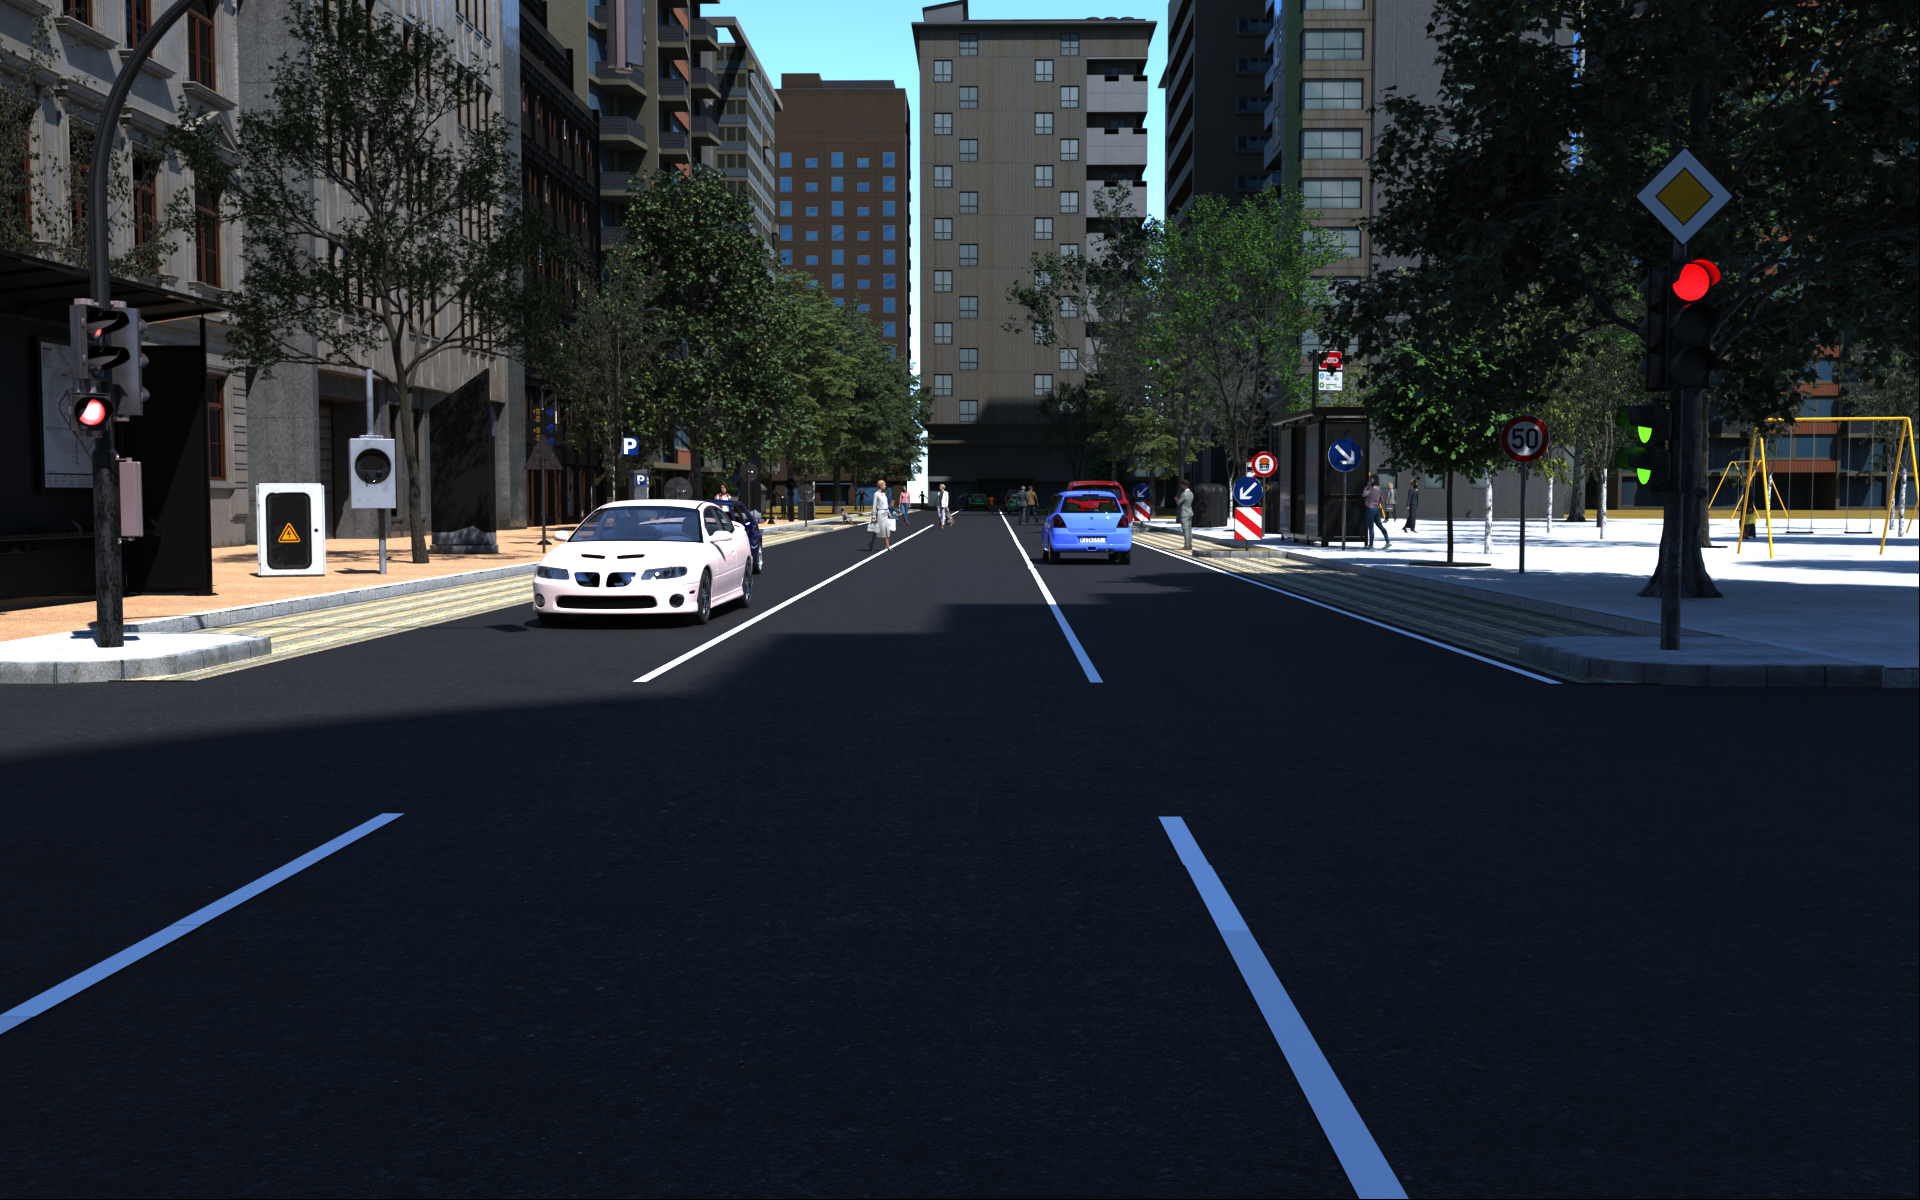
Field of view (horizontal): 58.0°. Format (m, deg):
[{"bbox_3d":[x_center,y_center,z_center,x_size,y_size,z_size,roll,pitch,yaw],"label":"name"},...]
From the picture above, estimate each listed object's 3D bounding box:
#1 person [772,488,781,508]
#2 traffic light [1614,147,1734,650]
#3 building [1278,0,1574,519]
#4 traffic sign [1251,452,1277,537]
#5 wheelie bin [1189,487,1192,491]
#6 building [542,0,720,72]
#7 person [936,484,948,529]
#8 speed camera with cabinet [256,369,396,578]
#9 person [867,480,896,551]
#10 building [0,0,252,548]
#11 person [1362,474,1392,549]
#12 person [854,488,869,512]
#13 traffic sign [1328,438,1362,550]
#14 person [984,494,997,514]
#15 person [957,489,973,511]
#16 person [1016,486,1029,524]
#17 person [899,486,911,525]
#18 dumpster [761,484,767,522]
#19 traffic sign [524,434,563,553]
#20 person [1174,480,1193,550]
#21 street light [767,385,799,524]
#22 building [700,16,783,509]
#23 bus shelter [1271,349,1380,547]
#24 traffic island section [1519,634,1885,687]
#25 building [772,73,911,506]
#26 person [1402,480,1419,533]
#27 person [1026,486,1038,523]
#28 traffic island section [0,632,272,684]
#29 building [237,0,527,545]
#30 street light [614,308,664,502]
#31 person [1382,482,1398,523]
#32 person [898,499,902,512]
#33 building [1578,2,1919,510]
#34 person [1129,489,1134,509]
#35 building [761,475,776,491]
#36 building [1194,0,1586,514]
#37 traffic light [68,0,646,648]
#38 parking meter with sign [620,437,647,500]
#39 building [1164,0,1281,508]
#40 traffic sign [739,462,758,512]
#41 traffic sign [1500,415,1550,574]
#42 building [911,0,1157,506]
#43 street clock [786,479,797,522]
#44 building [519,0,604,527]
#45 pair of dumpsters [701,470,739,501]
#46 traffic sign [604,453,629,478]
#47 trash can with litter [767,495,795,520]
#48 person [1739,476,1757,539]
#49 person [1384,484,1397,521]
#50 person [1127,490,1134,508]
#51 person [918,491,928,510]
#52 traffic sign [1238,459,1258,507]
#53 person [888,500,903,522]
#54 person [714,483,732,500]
[{"bbox_3d":[-17.272,-9.500,160.995,1.348,1.869,0.705,-2,4,-29],"label":"person"},{"bbox_3d":[5.849,-1.546,14.200,0.839,4.253,0.868,0,4,1],"label":"traffic light"},{"bbox_3d":[24.803,-25.226,96.034,14.154,41.232,14.086,0,4,1],"label":"building"},{"bbox_3d":[9.113,-3.171,51.955,0.768,2.556,0.104,0,4,3],"label":"traffic sign"},{"bbox_3d":[10.505,-4.236,77.164,0.980,1.594,0.693,-3,5,-41],"label":"wheelie bin"},{"bbox_3d":[-26.604,-27.533,104.788,22.147,44.769,28.867,0,4,1],"label":"building"},{"bbox_3d":[-0.723,-3.819,70.816,0.514,1.842,0.818,0,4,4],"label":"person"},{"bbox_3d":[-9.923,-2.004,27.098,2.038,3.252,0.660,-1,4,-22],"label":"speed camera with cabinet"},{"bbox_3d":[-1.989,-2.118,43.476,0.694,1.780,0.624,-3,5,-45],"label":"person"},{"bbox_3d":[-22.727,-12.001,32.366,11.583,22.565,21.152,0,4,1],"label":"building"},{"bbox_3d":[9.750,-2.069,40.469,0.643,1.750,0.593,3,4,38],"label":"person"},{"bbox_3d":[-7.181,-7.294,126.127,1.217,1.723,0.721,1,4,18],"label":"person"},{"bbox_3d":[8.753,-2.406,39.450,0.768,2.556,0.104,0,4,2],"label":"traffic sign"},{"bbox_3d":[2.230,-6.901,124.589,1.065,1.426,0.557,-2,4,-30],"label":"person"},{"bbox_3d":[0.464,-8.263,143.690,1.350,1.814,0.705,-1,4,-15],"label":"person"},{"bbox_3d":[2.983,-4.472,81.799,0.661,1.801,0.590,1,4,23],"label":"person"},{"bbox_3d":[-2.543,-4.338,79.441,0.555,1.821,0.388,-1,4,-13],"label":"person"},{"bbox_3d":[-9.456,-4.445,78.438,1.264,1.857,1.865,0,4,1],"label":"dumpster"},{"bbox_3d":[-9.029,-2.295,37.523,0.884,2.594,0.081,0,4,6],"label":"traffic sign"},{"bbox_3d":[5.712,-2.176,44.252,0.466,1.800,0.511,1,4,17],"label":"person"},{"bbox_3d":[-7.526,-6.194,73.805,1.470,5.913,1.316,0,4,1],"label":"street light"},{"bbox_3d":[-27.435,-27.516,141.765,23.993,40.220,32.217,0,4,1],"label":"building"},{"bbox_3d":[9.569,-4.171,45.833,2.179,5.291,8.768,0,4,1],"label":"bus shelter"},{"bbox_3d":[5.889,0.487,14.313,2.009,0.180,2.903,0,4,1],"label":"traffic island section"},{"bbox_3d":[-12.651,-32.891,187.879,14.200,45.320,14.600,0,4,1],"label":"building"},{"bbox_3d":[14.985,-3.124,57.537,0.534,1.772,0.576,0,4,5],"label":"person"},{"bbox_3d":[3.614,-4.817,87.165,0.836,1.842,0.656,3,5,42],"label":"person"},{"bbox_3d":[-7.150,0.473,14.546,2.009,0.180,2.903,0,4,1],"label":"traffic island section"},{"bbox_3d":[-22.036,-14.363,52.864,12.078,24.808,19.932,0,4,1],"label":"building"},{"bbox_3d":[-8.097,-4.338,43.467,1.470,5.913,1.316,0,4,1],"label":"street light"},{"bbox_3d":[19.007,-4.295,76.443,0.728,1.800,0.709,0,4,-4],"label":"person"},{"bbox_3d":[-4.275,-7.186,129.211,0.991,1.433,0.599,3,4,37],"label":"person"},{"bbox_3d":[66.664,-29.972,144.673,28.867,44.769,22.147,0,4,1],"label":"building"},{"bbox_3d":[14.756,-8.805,150.720,0.721,1.743,1.217,-2,4,-30],"label":"person"},{"bbox_3d":[-34.196,-32.870,192.045,28.867,44.769,22.147,0,4,1],"label":"building"},{"bbox_3d":[29.188,-49.218,117.378,22.319,86.520,31.000,0,4,1],"label":"building"},{"bbox_3d":[-5.018,-2.431,14.409,4.771,5.953,1.251,0,4,1],"label":"traffic light"},{"bbox_3d":[-9.800,-3.444,52.567,0.543,3.016,1.738,-2,4,-26],"label":"parking meter with sign"},{"bbox_3d":[29.091,-31.926,145.696,21.300,48.544,21.600,0,4,1],"label":"building"},{"bbox_3d":[-8.443,-4.225,69.190,0.768,2.556,0.104,0,4,2],"label":"traffic sign"},{"bbox_3d":[9.064,-1.698,27.870,0.768,2.556,0.104,0,4,6],"label":"traffic sign"},{"bbox_3d":[8.976,-36.992,194.054,27.495,52.752,28.713,0,4,1],"label":"building"},{"bbox_3d":[-7.881,-4.665,80.849,0.471,2.002,0.358,1,4,16],"label":"street clock"},{"bbox_3d":[-22.552,-14.746,70.769,12.332,23.373,15.834,0,4,1],"label":"building"},{"bbox_3d":[-9.872,-4.064,68.944,1.574,2.255,4.437,0,4,1],"label":"pair of dumpsters"},{"bbox_3d":[-10.613,-3.286,53.724,0.884,2.594,0.081,0,4,1],"label":"traffic sign"},{"bbox_3d":[-8.789,-4.589,86.092,1.678,1.210,2.233,-1,4,-18],"label":"trash can with litter"},{"bbox_3d":[22.677,-2.662,49.781,0.699,1.804,1.509,3,4,36],"label":"person"},{"bbox_3d":[20.323,-4.594,81.556,0.661,1.777,0.834,-1,4,-16],"label":"person"},{"bbox_3d":[16.052,-9.626,164.109,1.217,1.739,0.721,0,4,4],"label":"person"},{"bbox_3d":[-3.323,-8.969,155.961,1.217,1.723,0.721,3,5,44],"label":"person"},{"bbox_3d":[10.536,-3.859,63.197,0.768,2.556,0.104,0,4,6],"label":"traffic sign"},{"bbox_3d":[-3.351,-4.438,86.559,0.738,1.151,1.012,-2,4,-28],"label":"person"},{"bbox_3d":[-6.438,-2.300,46.944,0.563,1.720,0.643,-2,4,-35],"label":"person"}]
